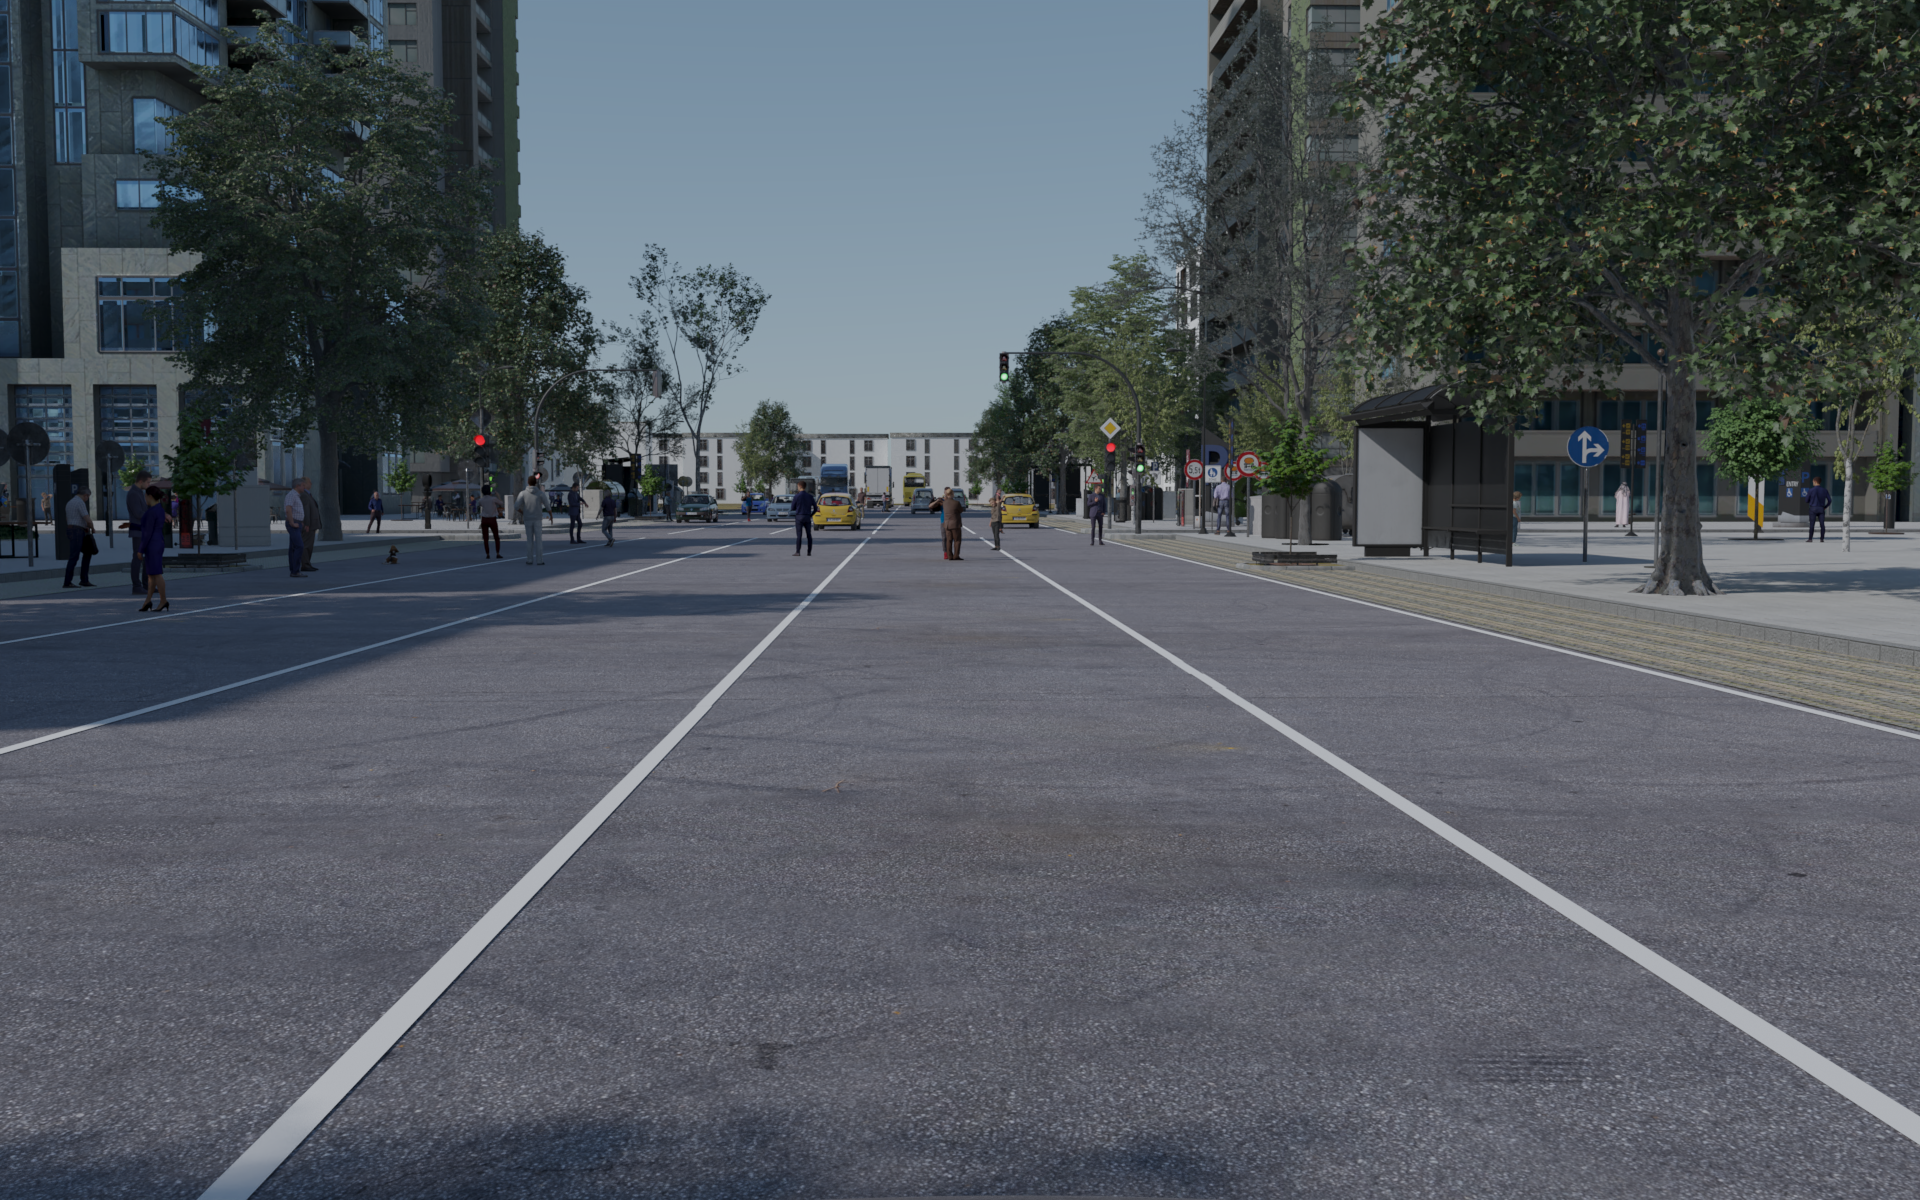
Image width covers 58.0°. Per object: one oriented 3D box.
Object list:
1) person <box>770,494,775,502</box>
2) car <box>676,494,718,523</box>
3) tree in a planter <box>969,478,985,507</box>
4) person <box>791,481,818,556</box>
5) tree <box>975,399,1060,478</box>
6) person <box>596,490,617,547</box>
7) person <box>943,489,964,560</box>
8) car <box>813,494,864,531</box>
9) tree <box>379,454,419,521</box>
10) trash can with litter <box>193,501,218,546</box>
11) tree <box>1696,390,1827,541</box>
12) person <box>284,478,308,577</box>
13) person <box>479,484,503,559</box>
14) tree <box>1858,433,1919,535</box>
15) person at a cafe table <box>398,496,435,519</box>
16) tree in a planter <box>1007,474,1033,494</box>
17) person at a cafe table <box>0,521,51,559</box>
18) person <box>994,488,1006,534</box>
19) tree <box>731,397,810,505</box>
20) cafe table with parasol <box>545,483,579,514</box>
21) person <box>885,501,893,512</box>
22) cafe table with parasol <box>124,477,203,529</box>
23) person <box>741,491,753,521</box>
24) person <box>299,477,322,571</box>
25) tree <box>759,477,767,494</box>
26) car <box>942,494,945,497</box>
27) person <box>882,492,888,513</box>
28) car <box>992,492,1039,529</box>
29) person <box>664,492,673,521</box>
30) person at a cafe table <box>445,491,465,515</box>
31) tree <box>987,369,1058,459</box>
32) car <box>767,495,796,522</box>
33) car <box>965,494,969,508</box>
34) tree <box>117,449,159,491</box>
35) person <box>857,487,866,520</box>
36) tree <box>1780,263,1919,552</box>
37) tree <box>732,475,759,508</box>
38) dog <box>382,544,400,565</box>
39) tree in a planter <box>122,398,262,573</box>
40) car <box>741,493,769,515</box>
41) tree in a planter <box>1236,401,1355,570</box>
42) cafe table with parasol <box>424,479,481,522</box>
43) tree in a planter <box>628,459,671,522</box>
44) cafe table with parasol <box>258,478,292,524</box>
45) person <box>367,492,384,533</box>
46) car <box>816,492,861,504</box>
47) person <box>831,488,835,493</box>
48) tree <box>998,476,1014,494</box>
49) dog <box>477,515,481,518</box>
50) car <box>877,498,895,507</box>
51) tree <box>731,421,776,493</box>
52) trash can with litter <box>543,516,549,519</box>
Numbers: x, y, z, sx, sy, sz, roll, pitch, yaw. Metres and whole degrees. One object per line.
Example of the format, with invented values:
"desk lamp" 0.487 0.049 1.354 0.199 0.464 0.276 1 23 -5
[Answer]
"person" -12.723 -6.391 116.221 0.776 1.435 0.726 2 4 23
"car" -13.186 -4.716 86.897 2.009 1.686 4.222 0 4 -1
"tree in a planter" 1.932 -11.956 192.695 1.991 3.239 1.994 0 4 -2
"person" -3.648 -1.892 40.145 0.576 1.737 0.504 -3 4 -37
"tree" 5.806 -13.609 156.924 8.767 10.594 7.601 -1 4 -14
"person" -9.548 -2.211 46.856 0.569 1.553 0.471 -1 4 -19
"person" -0.160 -1.631 37.431 0.482 1.546 0.388 3 4 37
"car" -4.879 -3.597 69.029 2.015 1.641 3.980 0 4 0
"tree" -26.582 -5.391 82.743 1.663 3.219 1.824 0 3 0
"trash can with litter" -18.777 -1.947 43.223 1.055 1.170 0.624 0 4 -3
"tree" 22.209 -3.956 48.396 4.285 4.588 4.351 0 3 0
"person" -11.459 -1.257 29.998 0.436 1.711 0.756 0 4 -3
"person" -10.422 -1.742 38.447 0.517 1.644 0.566 3 4 38
"tree" 29.496 -3.695 55.007 1.663 3.219 1.824 0 3 0
"person at a cafe table" -27.815 -4.766 88.783 1.726 1.238 1.698 -1 4 -13
"tree in a planter" 4.042 -7.284 116.313 1.991 3.239 1.994 0 4 -2
"person at a cafe table" -19.429 -1.599 34.661 1.698 1.524 1.622 3 4 37
"person" 1.462 -3.241 62.963 0.593 1.643 0.415 3 4 36
"tree" -22.420 -17.621 205.108 9.611 12.733 9.660 0 3 0
"cafe table with parasol" -25.420 -6.468 110.615 2.610 1.966 2.610 2 4 30
"person" -5.608 -7.306 135.883 0.695 0.859 0.347 -1 4 -22
"cafe table with parasol" -31.639 -3.901 68.651 2.610 1.966 2.610 -1 4 -8
"person" -11.173 -4.942 91.168 0.647 1.594 0.662 -3 5 -44
"person" -12.101 -1.417 32.219 0.434 1.755 0.990 -1 4 -13
"tree" -20.982 -11.458 181.931 1.663 3.219 1.824 0 3 0
"car" -0.992 -9.110 159.172 2.015 1.641 3.980 0 4 0
"person" -5.801 -7.517 133.364 0.435 1.587 0.963 -1 4 -21
"car" 2.369 -3.834 72.908 2.015 1.641 3.980 0 4 -2
"person" -15.116 -4.840 89.846 0.429 1.552 0.499 1 4 14
"person at a cafe table" -31.666 -6.076 107.849 1.622 1.524 1.698 0 4 -8
"tree" 5.764 -13.308 143.344 9.928 11.665 9.643 0 3 0
"car" -9.050 -4.807 90.599 2.014 1.417 4.499 0 3 0
"car" -0.077 -10.113 174.139 1.959 1.807 4.718 0 4 -2
"tree" -35.347 -4.887 74.503 1.663 3.219 1.824 0 3 0
"person" -5.576 -5.431 97.433 0.598 1.807 0.434 3 4 38
"tree" 19.863 -5.366 38.099 4.737 8.622 4.395 0 3 0
"tree" -20.459 -10.319 163.310 1.663 3.219 1.824 0 3 0
"dog" -11.726 -0.939 35.540 0.550 0.427 0.748 2 4 26
"tree in a planter" -14.207 -2.141 32.236 1.991 3.239 1.994 0 4 -2
"car" -14.139 -6.730 119.634 1.945 1.707 3.694 0 4 -2
"tree in a planter" 6.361 -2.200 33.188 1.991 3.239 1.994 0 4 -2
"cafe table with parasol" -23.292 -4.650 80.896 2.610 1.966 2.610 1 4 9
"tree in a planter" -15.760 -5.559 88.111 1.991 3.239 1.994 0 4 -2
"cafe table with parasol" -29.906 -4.227 73.982 2.610 1.966 2.610 -2 4 -25
"person" -19.619 -2.865 58.033 0.574 1.496 0.600 -1 4 -17
"car" -5.817 -4.475 82.198 2.155 1.783 4.494 0 4 0
"person" -8.124 -6.302 111.672 0.598 1.807 0.434 1 4 23
"tree" 4.980 -11.455 181.897 1.663 3.219 1.824 0 3 0
"dog" -25.527 -4.580 92.614 0.748 0.427 0.550 0 4 -4
"car" -8.283 -11.024 192.608 2.083 1.381 4.827 0 4 -2
"tree" -20.490 -13.456 170.364 4.737 8.622 4.395 0 3 0
"trash can with litter" -21.571 -4.807 89.648 1.678 1.210 2.233 1 4 11
